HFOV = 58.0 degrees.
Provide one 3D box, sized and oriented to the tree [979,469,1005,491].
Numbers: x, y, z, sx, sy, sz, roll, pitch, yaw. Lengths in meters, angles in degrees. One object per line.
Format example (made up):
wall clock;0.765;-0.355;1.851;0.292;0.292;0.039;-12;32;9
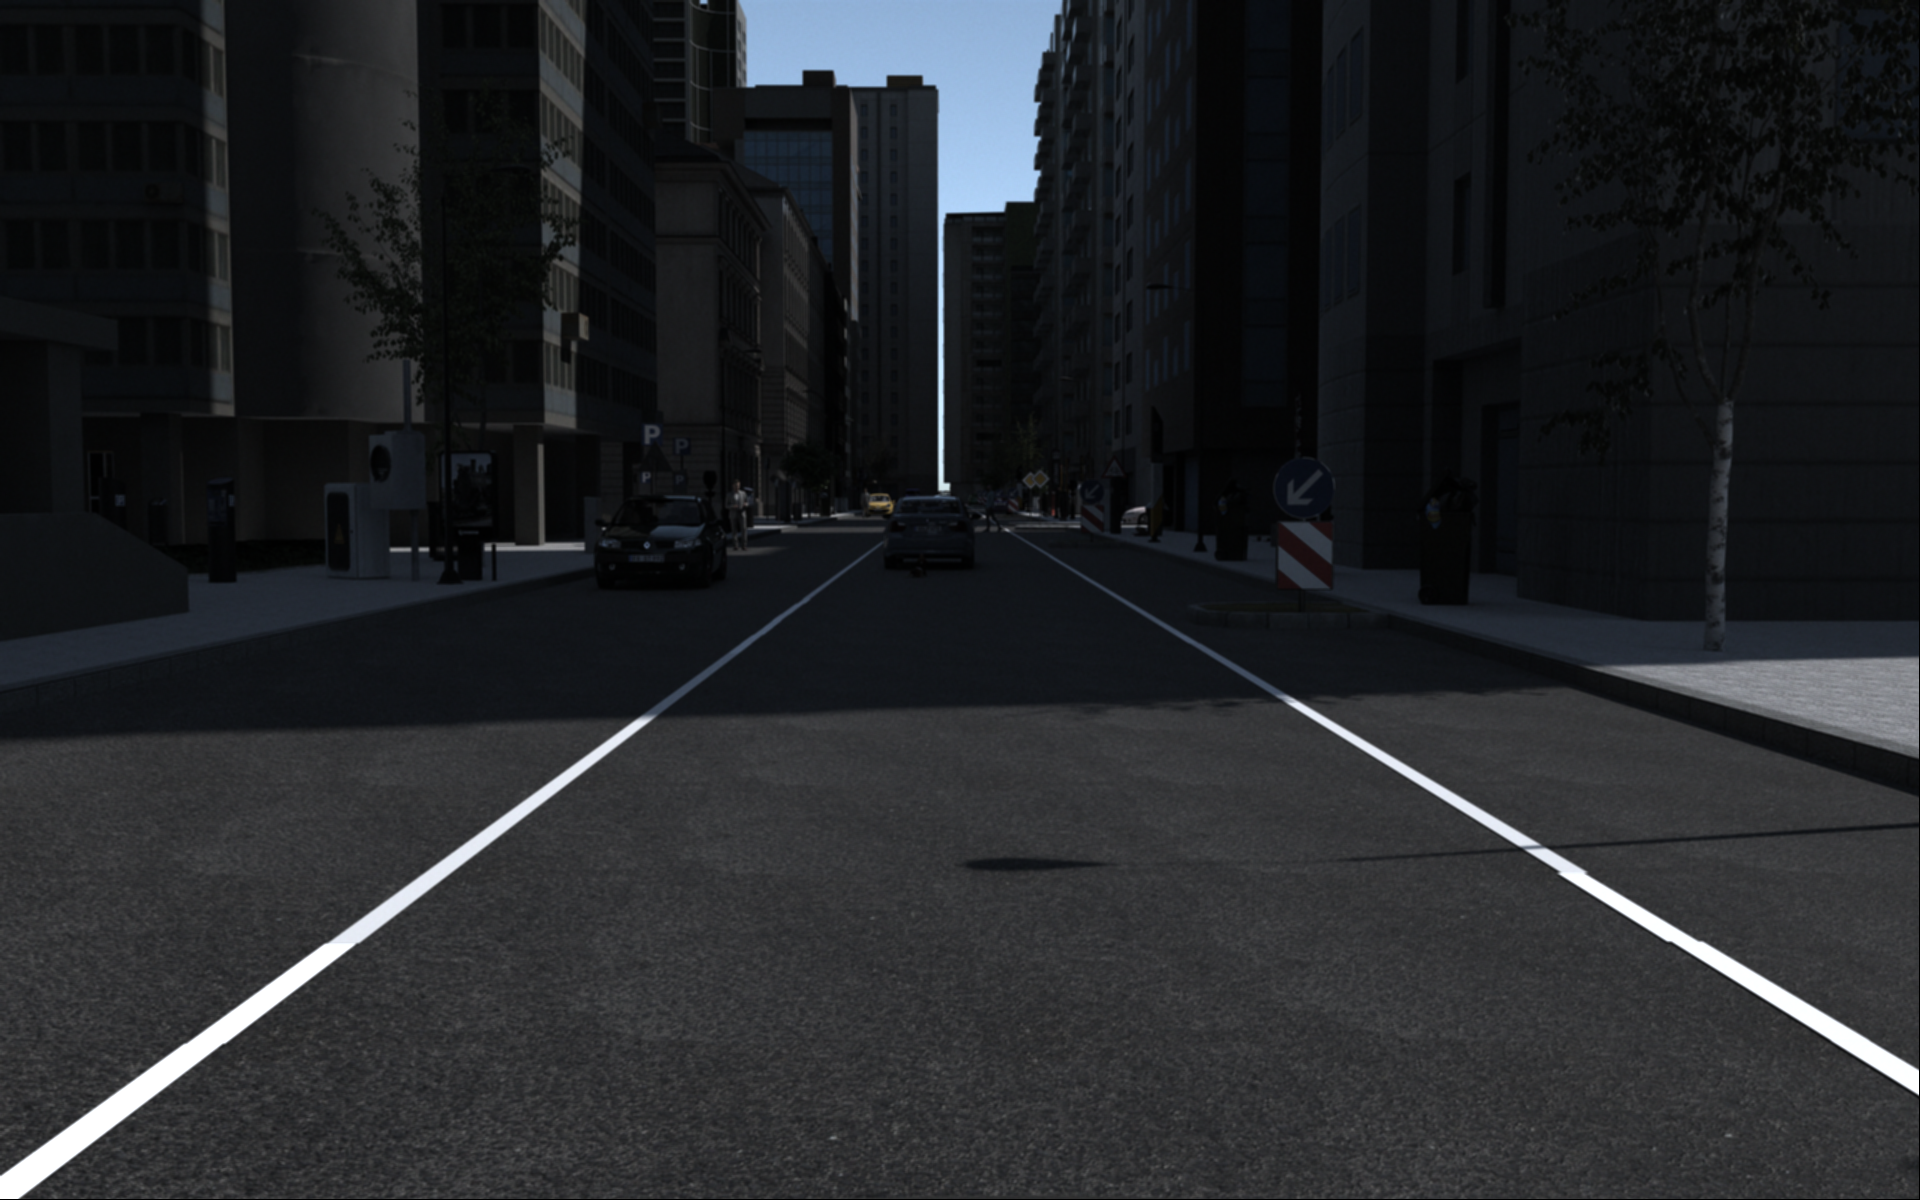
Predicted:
tree;4.112;-14.682;223.767;4.285;4.588;4.351;0;3;0

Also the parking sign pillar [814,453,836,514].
parking sign pillar;-8.724;-7.546;111.852;1.447;3.967;1.447;2;4;33

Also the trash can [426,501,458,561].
trash can;-9.903;-1.325;33.312;0.748;1.137;0.748;0;3;0

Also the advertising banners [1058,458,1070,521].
advertising banners;5.067;-5.341;83.517;0.090;3.025;2.074;1;4;16

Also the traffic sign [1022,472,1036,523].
traffic sign;3.147;-4.503;77.270;0.795;2.450;0.064;0;4;0

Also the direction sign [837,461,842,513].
direction sign;-8.173;-7.682;117.597;0.379;3.537;0.876;1;4;12

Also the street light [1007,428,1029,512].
street light;4.263;-9.115;121.574;1.470;5.913;1.316;0;4;0

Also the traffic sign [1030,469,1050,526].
traffic sign;3.205;-4.015;69.286;0.795;2.450;0.064;0;4;0

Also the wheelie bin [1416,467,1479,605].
wheelie bin;5.695;-0.755;20.245;0.693;1.594;0.980;1;4;18

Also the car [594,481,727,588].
car;-4.725;-1.093;27.653;2.009;1.686;4.222;0;4;-2

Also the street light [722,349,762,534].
street light;-7.051;-5.079;55.582;1.470;5.913;1.316;0;4;0

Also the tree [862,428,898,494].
tree;-9.132;-15.217;199.154;4.360;8.622;3.978;0;3;0

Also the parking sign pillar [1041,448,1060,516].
parking sign pillar;5.537;-6.966;102.373;1.447;3.967;1.447;-1;4;-11

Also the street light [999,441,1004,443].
street light;4.137;-10.992;152.261;1.470;5.913;1.316;0;4;0

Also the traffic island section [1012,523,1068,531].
traffic island section;3.228;-2.880;69.363;2.009;0.180;2.903;0;4;0

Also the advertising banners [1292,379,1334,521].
advertising banners;5.554;-1.903;27.303;0.090;3.025;2.074;2;4;29

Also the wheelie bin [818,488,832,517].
wheelie bin;-7.616;-5.479;97.496;0.693;1.594;0.980;-1;4;-17

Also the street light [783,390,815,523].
street light;-7.170;-6.406;77.275;1.470;5.913;1.316;0;4;0

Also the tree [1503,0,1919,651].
tree;6.320;-3.901;14.147;4.360;8.622;3.978;0;3;0

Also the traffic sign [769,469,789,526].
traffic sign;-7.239;-4.012;69.231;0.795;2.450;0.064;0;4;0

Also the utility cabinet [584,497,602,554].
utility cabinet;-7.944;-1.615;37.572;0.306;1.237;1.020;0;4;-6

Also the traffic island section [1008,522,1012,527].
traffic island section;3.171;-3.368;77.348;2.009;0.180;2.903;0;4;0

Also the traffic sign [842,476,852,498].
traffic sign;-8.070;-7.550;123.554;0.768;2.556;0.104;0;4;4

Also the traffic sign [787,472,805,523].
traffic sign;-7.297;-4.500;77.216;0.795;2.450;0.064;0;4;0

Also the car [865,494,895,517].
car;-5.094;-6.064;109.377;2.015;1.641;3.980;0;4;0

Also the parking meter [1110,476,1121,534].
parking meter;5.020;-3.066;55.845;0.255;1.863;0.399;-1;4;-17

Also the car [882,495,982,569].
car;-0.579;-1.381;34.579;2.014;1.417;4.499;0;4;1

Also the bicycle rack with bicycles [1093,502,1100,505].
bicycle rack with bicycles;9.477;-6.034;112.038;2.852;0.926;2.925;1;4;23

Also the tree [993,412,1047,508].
tree;5.835;-12.547;155.507;4.737;8.622;4.395;0;3;0

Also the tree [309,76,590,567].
tree;-8.645;-4.876;30.092;4.737;8.622;4.395;0;3;0

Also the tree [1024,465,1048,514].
tree;5.329;-7.266;113.405;1.663;3.219;1.824;0;3;0

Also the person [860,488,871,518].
person;-5.602;-5.749;102.778;0.678;1.792;0.850;0;4;3

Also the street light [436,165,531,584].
street light;-6.750;-3.183;24.580;1.470;5.913;1.316;0;4;0

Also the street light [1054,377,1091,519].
street light;4.649;-5.904;69.075;1.470;5.913;1.316;0;4;0

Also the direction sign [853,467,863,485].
direction sign;-8.607;-9.456;146.607;0.876;3.537;0.379;-1;4;-13

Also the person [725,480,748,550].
person;-5.660;-2.166;44.119;0.606;1.804;0.583;-1;4;-21

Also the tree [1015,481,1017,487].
tree;5.353;-9.024;142.142;1.663;3.219;1.824;0;3;0

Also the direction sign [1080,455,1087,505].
direction sign;7.272;-6.680;101.219;0.379;3.537;0.876;-2;4;-32

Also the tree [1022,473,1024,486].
tree;5.816;-8.716;137.115;1.663;3.219;1.824;0;3;0

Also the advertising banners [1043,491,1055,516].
advertising banners;5.354;-6.351;100.031;0.090;3.025;2.074;2;4;32

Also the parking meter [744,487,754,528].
parking meter;-7.975;-3.483;65.355;0.372;1.533;0.369;0;3;0

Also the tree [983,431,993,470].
tree;4.428;-14.379;185.456;4.737;8.622;4.395;0;3;0

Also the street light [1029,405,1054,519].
street light;4.506;-7.207;90.375;1.470;5.913;1.316;0;4;0

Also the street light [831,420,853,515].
street light;-7.344;-8.283;107.961;1.470;5.913;1.316;0;4;0

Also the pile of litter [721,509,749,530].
pile of litter;-8.191;-2.973;62.571;1.176;0.858;1.719;1;4;8

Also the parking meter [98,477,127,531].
parking meter;-12.650;-1.069;25.884;0.372;1.533;0.369;0;3;0

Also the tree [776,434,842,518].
tree;-8.075;-6.611;91.808;4.285;4.588;4.351;0;3;0

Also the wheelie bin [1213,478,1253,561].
wheelie bin;5.281;-1.563;33.463;0.693;1.594;0.980;1;4;19

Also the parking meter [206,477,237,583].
parking meter;-10.729;-1.024;25.159;0.372;1.533;0.369;0;3;0

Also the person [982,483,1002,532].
person;1.215;-3.498;65.549;0.748;1.841;0.638;1;4;9

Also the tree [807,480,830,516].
tree;-8.173;-6.414;99.468;1.663;3.219;1.824;0;3;0

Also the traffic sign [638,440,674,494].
traffic sign;-7.352;-2.559;41.836;0.884;2.594;0.081;0;4;5

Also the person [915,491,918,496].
person;-3.487;-7.819;137.338;0.522;1.701;0.512;0;4;3

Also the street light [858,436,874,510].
street light;-7.538;-10.159;138.648;1.470;5.913;1.316;0;4;0

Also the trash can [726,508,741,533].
trash can;-7.565;-2.830;57.927;0.748;1.137;0.748;0;3;0

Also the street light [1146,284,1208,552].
street light;4.811;-4.027;38.388;1.470;5.913;1.316;0;4;0

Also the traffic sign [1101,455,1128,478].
traffic sign;5.116;-3.515;57.478;0.884;2.594;0.081;0;4;0
